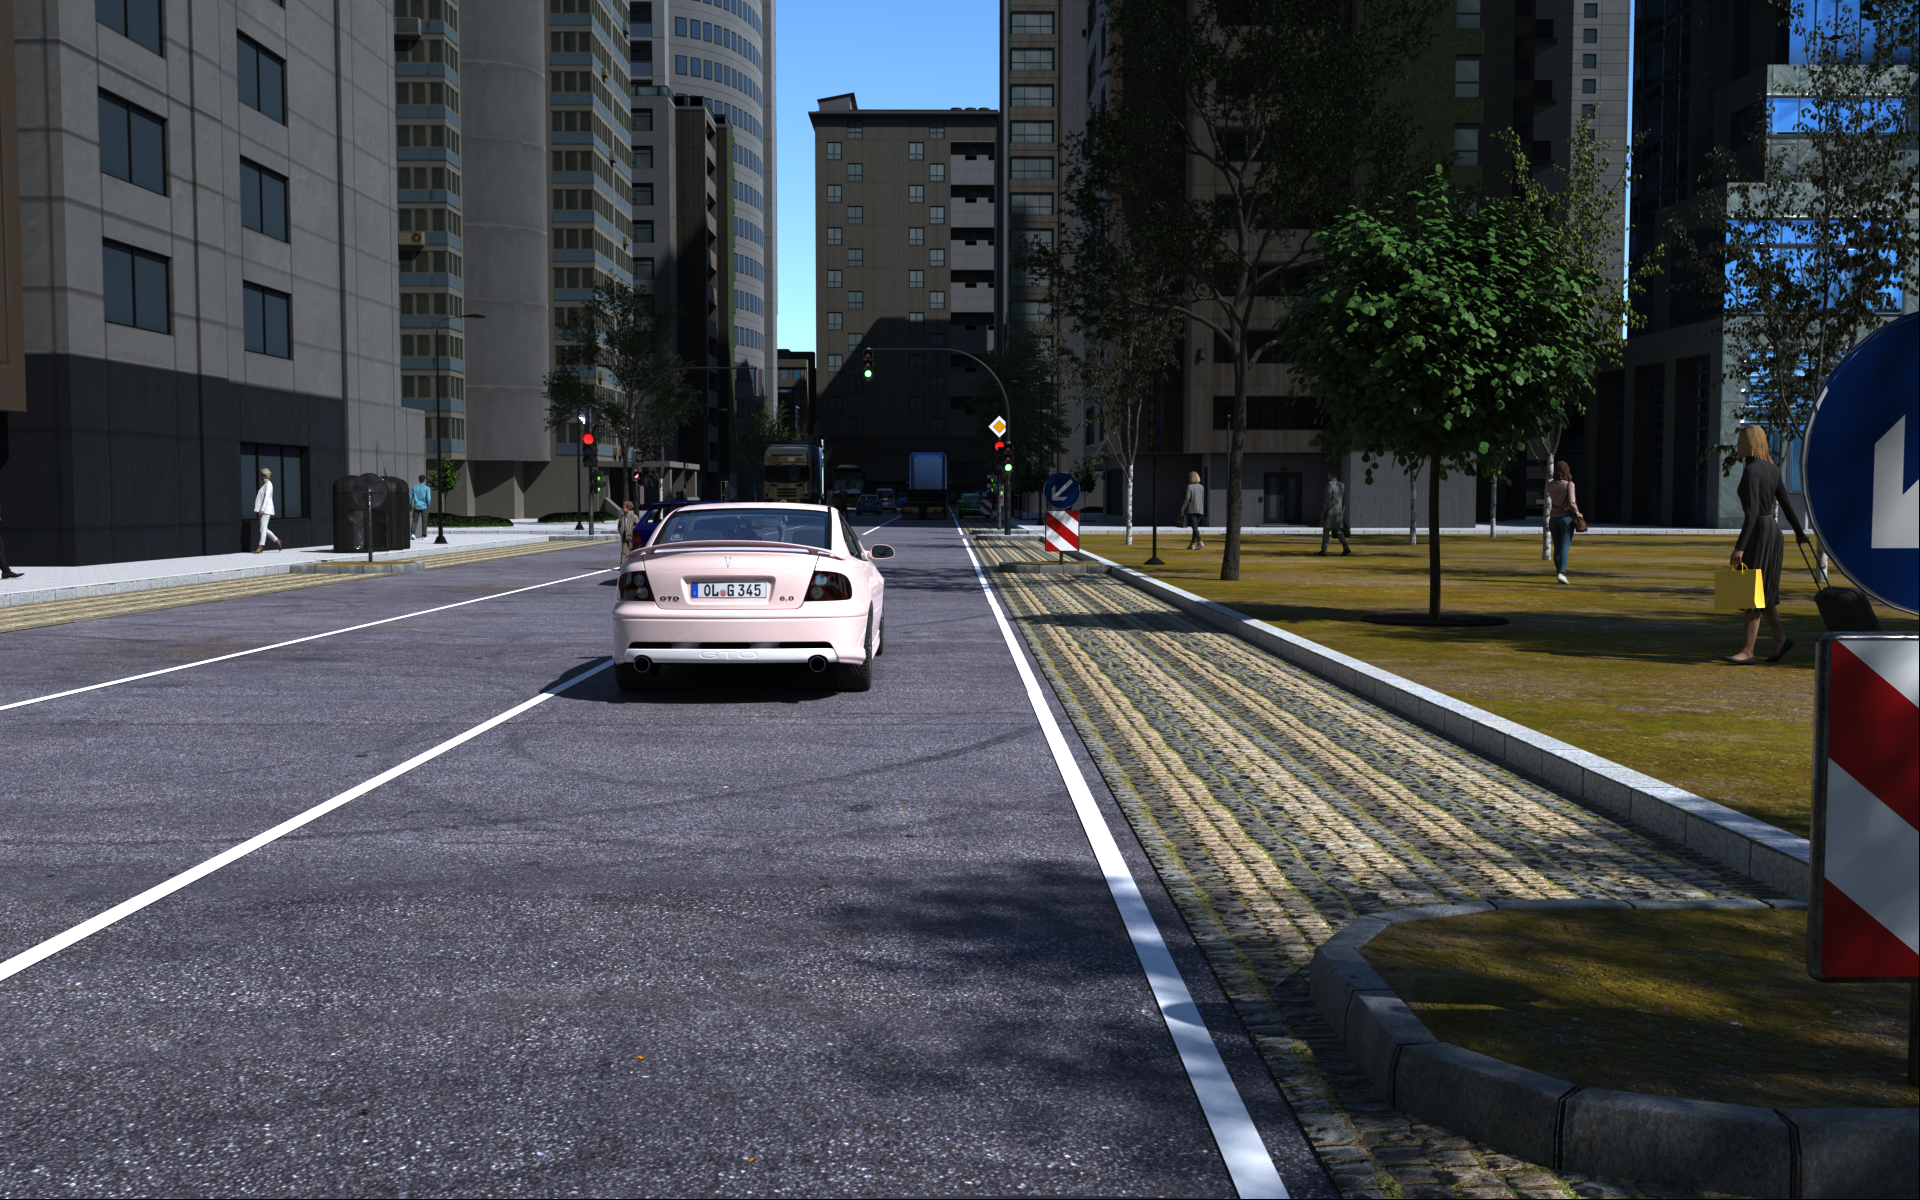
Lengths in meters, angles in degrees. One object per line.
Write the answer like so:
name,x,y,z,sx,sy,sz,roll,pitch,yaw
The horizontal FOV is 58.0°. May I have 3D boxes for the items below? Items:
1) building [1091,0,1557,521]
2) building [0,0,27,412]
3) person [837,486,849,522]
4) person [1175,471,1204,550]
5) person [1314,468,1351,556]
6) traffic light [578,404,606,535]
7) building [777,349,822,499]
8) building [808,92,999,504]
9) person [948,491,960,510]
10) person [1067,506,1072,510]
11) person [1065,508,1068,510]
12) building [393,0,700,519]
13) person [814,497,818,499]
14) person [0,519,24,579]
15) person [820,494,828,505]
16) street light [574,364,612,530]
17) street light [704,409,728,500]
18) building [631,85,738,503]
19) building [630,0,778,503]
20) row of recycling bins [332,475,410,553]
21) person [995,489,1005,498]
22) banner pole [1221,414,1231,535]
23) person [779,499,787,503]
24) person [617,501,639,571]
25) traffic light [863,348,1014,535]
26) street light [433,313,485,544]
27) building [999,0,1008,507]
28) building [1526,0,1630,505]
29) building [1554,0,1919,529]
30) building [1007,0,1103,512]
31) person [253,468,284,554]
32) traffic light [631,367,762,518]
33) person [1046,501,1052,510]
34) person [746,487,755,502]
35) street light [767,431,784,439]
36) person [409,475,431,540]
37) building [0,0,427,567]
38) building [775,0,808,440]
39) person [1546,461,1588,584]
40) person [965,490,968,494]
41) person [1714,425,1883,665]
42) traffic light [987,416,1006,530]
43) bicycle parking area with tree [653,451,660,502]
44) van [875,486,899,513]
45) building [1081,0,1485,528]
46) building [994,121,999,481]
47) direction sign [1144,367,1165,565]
building,18.684,-26.857,93.738,22.147,44.769,28.867,0,4,-1
building,-22.967,-22.719,21.568,14.600,45.320,14.200,0,4,-1
person,-6.069,-5.015,90.307,0.655,1.846,0.447,0,4,7
person,5.347,-2.058,39.876,0.709,1.800,0.728,-2,4,-31
person,7.692,-1.811,35.756,0.694,1.812,0.767,-3,5,-42
traffic light,-11.495,-3.979,53.973,0.839,4.253,0.868,0,4,-1
building,-34.217,-23.902,235.829,28.899,21.520,27.650,0,4,-1
building,-5.721,-39.569,236.193,27.495,52.752,28.713,0,4,-1
person,-0.618,-8.838,153.788,1.217,1.735,0.721,0,4,-1
person,5.797,-4.948,91.634,0.352,1.250,0.332,0,4,-6
person,6.566,-6.042,105.025,0.606,1.804,0.583,2,4,25
building,-31.289,-24.633,94.628,32.217,40.220,23.993,0,4,-1
person,-15.721,-11.160,188.375,0.709,1.838,0.599,-3,4,-38
person,-14.466,-1.188,25.865,0.834,1.777,0.661,-2,4,-29
person,-12.810,-9.245,160.435,1.217,1.735,0.721,0,4,2
street light,-13.081,-5.461,61.834,1.470,5.913,1.316,0,4,-1
street light,-13.379,-7.468,94.642,1.470,5.913,1.316,0,4,-1
building,-24.161,-21.674,126.072,14.160,30.474,14.107,0,4,-1
building,-27.768,-37.192,150.087,21.231,58.520,28.212,0,4,-1
row of recycling bins,-13.247,-1.962,39.190,1.069,1.692,3.534,0,4,-1
person,3.242,-8.379,143.819,1.217,1.735,0.721,-3,4,-37
banner pole,8.486,-3.964,54.824,0.401,3.779,0.863,1,4,10
person,-4.415,-1.845,42.939,0.425,1.301,0.394,2,4,26
person,-6.220,-1.210,32.553,0.475,1.303,0.640,0,4,6
traffic light,-0.625,-4.849,53.952,4.771,5.953,1.251,0,4,-1
street light,-12.886,-4.408,44.607,1.470,5.913,1.316,0,4,-1
building,14.624,-39.163,182.314,21.231,58.520,28.212,0,4,-1
building,62.832,-46.596,200.097,20.611,71.187,20.563,0,4,-1
building,43.099,-46.440,71.970,31.000,86.520,22.319,0,4,-1
building,10.506,-27.295,129.871,14.154,41.232,14.086,0,4,-1
person,-15.015,-1.937,37.592,0.514,1.842,0.818,3,4,37
traffic light,-9.480,-5.342,62.013,4.771,5.953,1.251,0,4,-1
person,6.037,-6.664,115.351,0.532,1.782,0.716,-3,5,-44
person,-15.106,-7.252,124.717,0.694,1.812,0.767,-2,4,-34
street light,-13.626,-9.470,127.371,1.470,5.913,1.316,0,4,-1
person,-15.174,-2.601,48.589,0.660,1.820,0.620,0,4,1
building,-25.891,-36.714,38.530,20.611,71.187,20.563,0,4,-1
building,-33.249,-54.174,198.418,31.000,86.520,22.319,0,4,-1
person,8.617,-1.110,24.775,0.643,1.750,0.593,-3,5,-41
person,0.551,-9.008,155.770,0.705,1.826,1.348,1,4,14
person,6.371,-0.420,13.124,1.509,1.804,0.699,-1,4,-10
traffic light,1.389,-4.476,62.098,0.839,4.253,0.868,0,4,-1
bicycle parking area with tree,-21.501,-7.725,113.312,9.016,4.147,8.231,3,5,43
van,-5.618,-7.566,130.720,2.013,2.044,4.112,0,4,-1
building,12.565,-18.337,71.504,14.107,30.474,14.160,0,4,-1
building,11.093,-33.868,203.851,14.600,45.320,14.200,0,4,-1
direction sign,3.544,-2.414,31.468,0.379,3.537,0.876,-1,4,-9
